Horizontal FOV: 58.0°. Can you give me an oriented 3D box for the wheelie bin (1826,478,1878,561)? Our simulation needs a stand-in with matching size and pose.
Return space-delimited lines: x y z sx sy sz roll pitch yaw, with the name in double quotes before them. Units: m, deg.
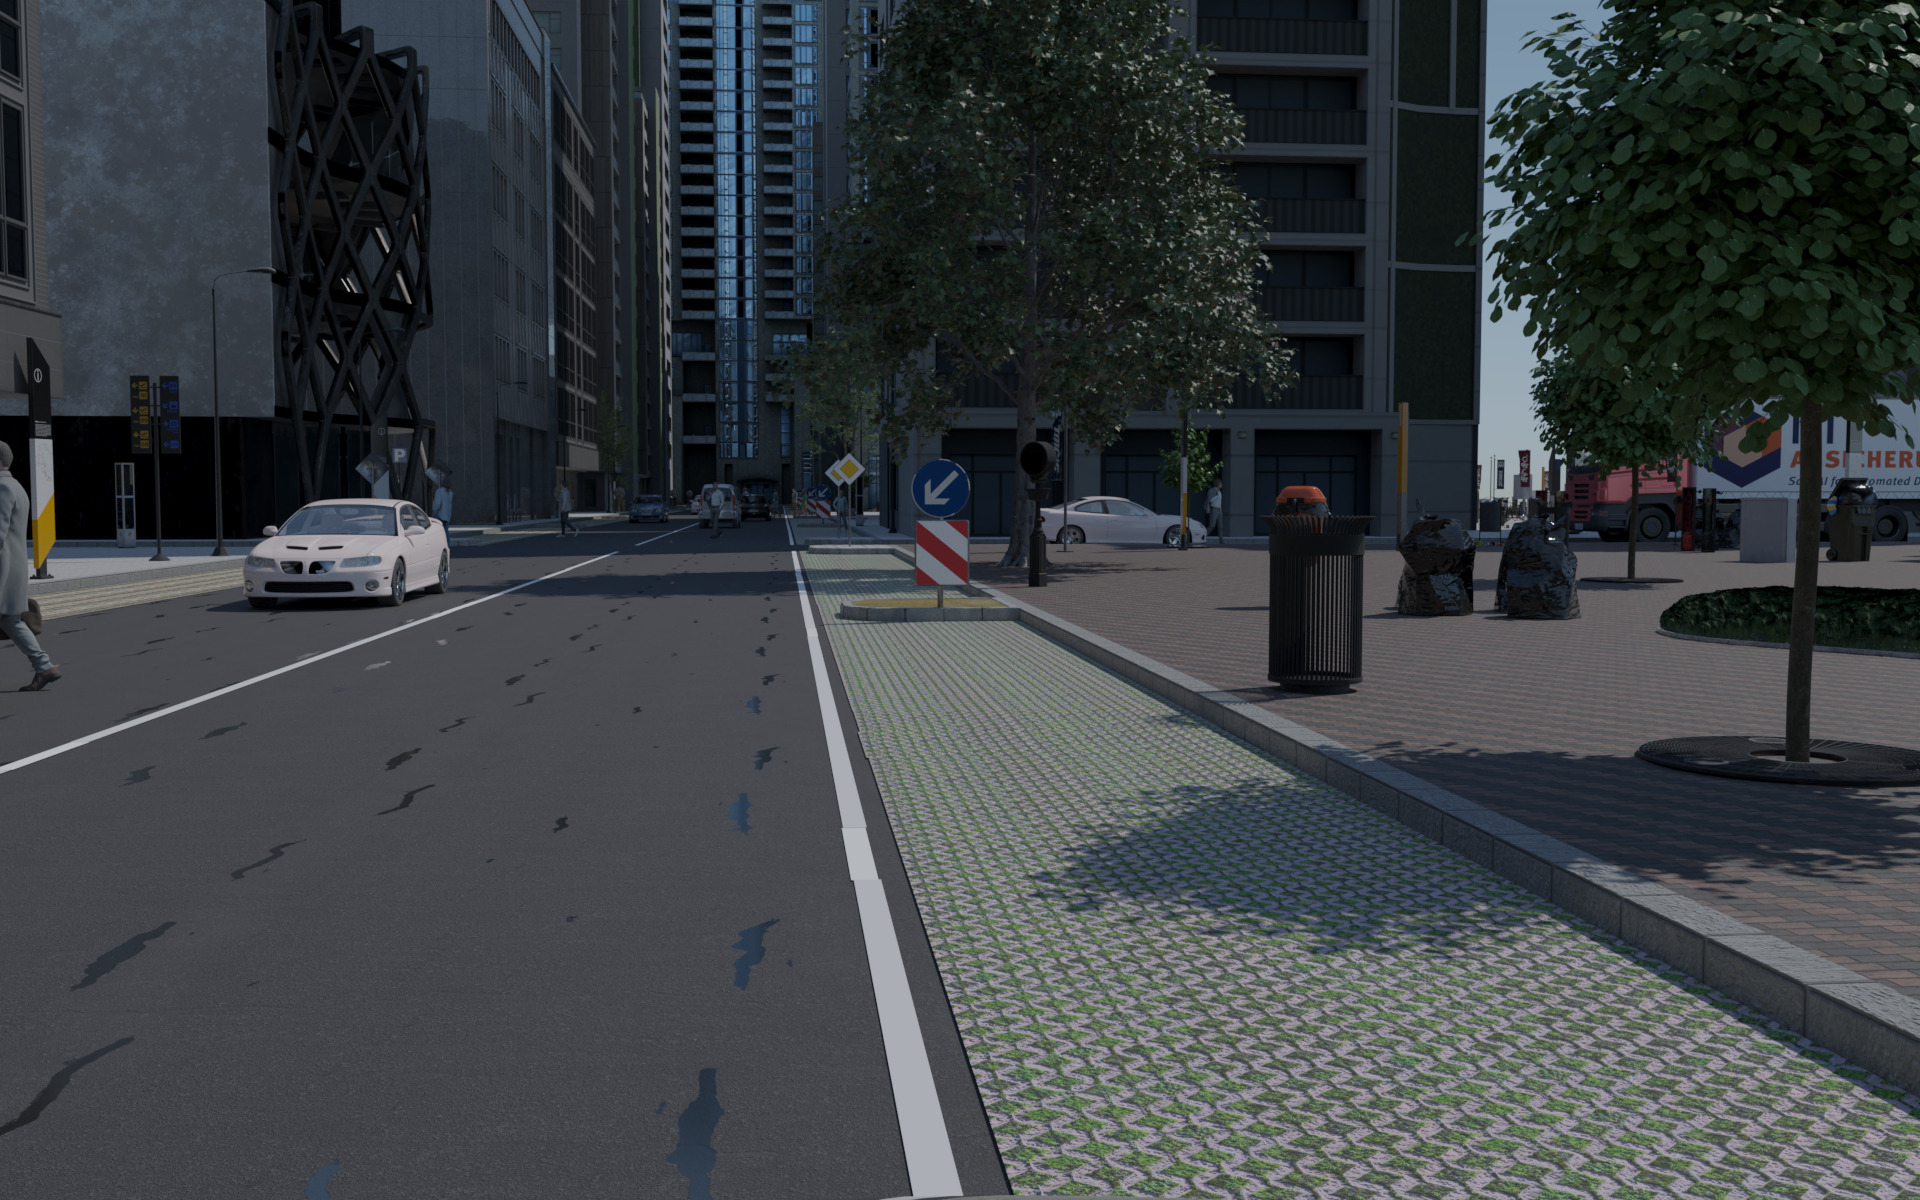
"wheelie bin" 17.104 -1.545 33.167 0.980 1.594 0.693 -1 4 -20

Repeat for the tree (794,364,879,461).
"tree" -7.595 -11.614 115.646 9.928 11.665 9.643 0 3 0

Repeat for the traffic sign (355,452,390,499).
"traffic sign" -13.875 -2.282 40.953 0.795 2.450 0.064 0 4 -6

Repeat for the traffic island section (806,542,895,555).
"traffic island section" -2.665 -1.216 42.165 2.009 0.180 2.903 0 4 -6

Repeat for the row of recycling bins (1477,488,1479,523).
"row of recycling bins" 21.826 -4.335 77.986 1.069 1.692 3.534 -3 4 -36

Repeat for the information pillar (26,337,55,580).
"information pillar" -13.864 -2.127 26.127 0.183 3.616 0.504 0 4 1

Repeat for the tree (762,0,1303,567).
"tree" 1.283 -6.954 30.712 9.611 12.733 9.660 0 3 0

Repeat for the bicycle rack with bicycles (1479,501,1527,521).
"bicycle rack with bicycles" 26.850 -4.314 83.914 2.852 0.926 2.925 -1 4 -14

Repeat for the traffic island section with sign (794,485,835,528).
"traffic island section with sign" -6.018 -4.034 74.577 1.989 1.847 2.006 0 4 -6

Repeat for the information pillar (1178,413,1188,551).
"information pillar" 5.080 -2.933 39.309 0.183 3.616 0.504 0 4 1

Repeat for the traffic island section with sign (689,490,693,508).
"traffic island section with sign" -27.761 -10.372 178.211 1.989 1.847 2.006 0 4 -6

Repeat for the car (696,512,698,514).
"car" -18.701 -7.089 128.481 1.945 1.354 3.894 0 4 -5

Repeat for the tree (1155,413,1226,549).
"tree" 5.567 -2.852 41.224 1.663 3.219 1.824 0 3 0

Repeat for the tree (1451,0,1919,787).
"tree" 3.997 -1.489 8.058 4.285 4.588 4.351 0 3 0

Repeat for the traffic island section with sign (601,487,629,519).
"traffic island section with sign" -19.720 -5.620 100.510 1.989 1.847 2.006 0 4 -6

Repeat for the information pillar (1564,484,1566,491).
"information pillar" 42.468 -7.140 121.224 0.304 2.012 0.304 1 4 8

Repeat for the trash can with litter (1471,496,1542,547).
"trash can with litter" 13.433 -1.929 42.595 2.233 1.210 1.678 2 4 25

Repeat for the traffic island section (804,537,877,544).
"traffic island section" -3.486 -1.702 50.108 2.009 0.180 2.903 0 4 -6

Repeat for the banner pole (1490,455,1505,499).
"banner pole" 34.337 -7.373 110.565 0.863 3.779 0.401 1 4 13

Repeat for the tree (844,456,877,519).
"tree" -5.379 -5.779 89.094 1.663 3.219 1.824 0 3 0

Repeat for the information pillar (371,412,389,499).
"information pillar" -16.548 -3.555 49.471 0.504 3.616 0.183 0 4 4

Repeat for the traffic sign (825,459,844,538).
"traffic sign" -3.509 -2.837 50.028 0.795 2.450 0.064 0 4 -6

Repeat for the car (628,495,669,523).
"car" -15.615 -4.588 87.010 2.014 1.417 4.499 0 4 -6

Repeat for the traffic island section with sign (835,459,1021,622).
"traffic island section with sign" -0.397 -0.712 20.265 1.989 1.847 2.006 0 4 -6

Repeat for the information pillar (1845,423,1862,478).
"information pillar" 18.095 -2.675 35.099 0.504 3.616 0.183 -2 4 -35

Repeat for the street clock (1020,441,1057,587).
"street clock" 1.079 -1.185 23.949 0.471 2.002 0.358 3 4 38

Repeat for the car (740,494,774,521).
"car" -10.929 -5.040 92.192 2.009 1.686 4.222 0 4 -4

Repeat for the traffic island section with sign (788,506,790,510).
"traffic island section with sign" -14.002 -8.756 151.785 1.989 1.847 2.006 0 4 -6

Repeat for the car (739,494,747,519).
"car" -13.062 -5.472 99.252 2.009 1.686 4.222 0 4 -7

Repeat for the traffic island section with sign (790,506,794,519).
"traffic island section with sign" -8.790 -5.674 101.389 1.989 1.847 2.006 0 4 -6

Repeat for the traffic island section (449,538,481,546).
"traffic island section" -14.719 -1.631 48.955 2.009 0.180 2.903 0 4 -6

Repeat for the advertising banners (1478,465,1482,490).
"advertising banners" 30.517 -6.570 103.613 0.090 3.025 2.074 -1 4 -23

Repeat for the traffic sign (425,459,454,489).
"traffic sign" -14.696 -2.768 48.896 0.795 2.450 0.064 0 4 -6

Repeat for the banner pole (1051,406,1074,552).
"banner pole" 2.228 -2.963 38.467 0.401 3.779 0.863 -2 4 -27

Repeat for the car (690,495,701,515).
"car" -17.923 -6.691 121.764 2.083 1.381 4.827 0 4 -8

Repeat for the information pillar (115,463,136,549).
"information pillar" -19.717 -2.228 40.924 0.304 2.012 0.304 2 4 33

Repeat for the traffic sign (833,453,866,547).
"traffic sign" -2.688 -2.351 42.085 0.795 2.450 0.064 0 4 -6

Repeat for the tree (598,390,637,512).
"tree" -24.360 -10.426 120.822 4.737 8.622 4.395 0 3 0

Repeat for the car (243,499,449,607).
"car" -8.204 -0.681 23.497 2.083 1.381 4.827 0 4 -5

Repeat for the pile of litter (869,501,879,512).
"pile of litter" -5.983 -6.721 123.850 1.176 0.858 1.719 1 4 14

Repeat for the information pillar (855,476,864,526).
"information pillar" -4.006 -3.950 69.080 0.304 2.012 0.304 -1 4 -9

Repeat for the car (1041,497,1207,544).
"car" 4.075 -2.023 45.439 4.827 1.381 2.083 0 4 -6

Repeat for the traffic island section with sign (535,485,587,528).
"traffic island section with sign" -16.949 -3.980 73.697 1.989 1.847 2.006 0 4 -6

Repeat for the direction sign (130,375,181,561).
"direction sign" -15.381 -2.518 33.173 0.876 3.537 0.379 -1 4 -9

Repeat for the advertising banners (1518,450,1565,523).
"advertising banners" 22.908 -4.400 68.122 2.074 3.025 0.090 3 5 43

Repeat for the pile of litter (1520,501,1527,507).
"pile of litter" 40.154 -6.755 124.408 1.176 0.858 1.719 2 4 29

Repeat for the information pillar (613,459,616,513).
"information pillar" -23.085 -7.609 115.762 0.183 3.616 0.504 0 4 -6

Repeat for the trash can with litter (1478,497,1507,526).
"trash can with litter" 21.149 -3.510 68.779 1.055 1.170 0.624 2 4 34

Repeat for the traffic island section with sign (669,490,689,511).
"traffic island section with sign" -24.937 -8.705 150.960 1.989 1.847 2.006 0 4 -6

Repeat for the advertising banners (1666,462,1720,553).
"advertising banners" 16.352 -2.605 38.783 0.090 3.025 2.074 -1 4 -10
